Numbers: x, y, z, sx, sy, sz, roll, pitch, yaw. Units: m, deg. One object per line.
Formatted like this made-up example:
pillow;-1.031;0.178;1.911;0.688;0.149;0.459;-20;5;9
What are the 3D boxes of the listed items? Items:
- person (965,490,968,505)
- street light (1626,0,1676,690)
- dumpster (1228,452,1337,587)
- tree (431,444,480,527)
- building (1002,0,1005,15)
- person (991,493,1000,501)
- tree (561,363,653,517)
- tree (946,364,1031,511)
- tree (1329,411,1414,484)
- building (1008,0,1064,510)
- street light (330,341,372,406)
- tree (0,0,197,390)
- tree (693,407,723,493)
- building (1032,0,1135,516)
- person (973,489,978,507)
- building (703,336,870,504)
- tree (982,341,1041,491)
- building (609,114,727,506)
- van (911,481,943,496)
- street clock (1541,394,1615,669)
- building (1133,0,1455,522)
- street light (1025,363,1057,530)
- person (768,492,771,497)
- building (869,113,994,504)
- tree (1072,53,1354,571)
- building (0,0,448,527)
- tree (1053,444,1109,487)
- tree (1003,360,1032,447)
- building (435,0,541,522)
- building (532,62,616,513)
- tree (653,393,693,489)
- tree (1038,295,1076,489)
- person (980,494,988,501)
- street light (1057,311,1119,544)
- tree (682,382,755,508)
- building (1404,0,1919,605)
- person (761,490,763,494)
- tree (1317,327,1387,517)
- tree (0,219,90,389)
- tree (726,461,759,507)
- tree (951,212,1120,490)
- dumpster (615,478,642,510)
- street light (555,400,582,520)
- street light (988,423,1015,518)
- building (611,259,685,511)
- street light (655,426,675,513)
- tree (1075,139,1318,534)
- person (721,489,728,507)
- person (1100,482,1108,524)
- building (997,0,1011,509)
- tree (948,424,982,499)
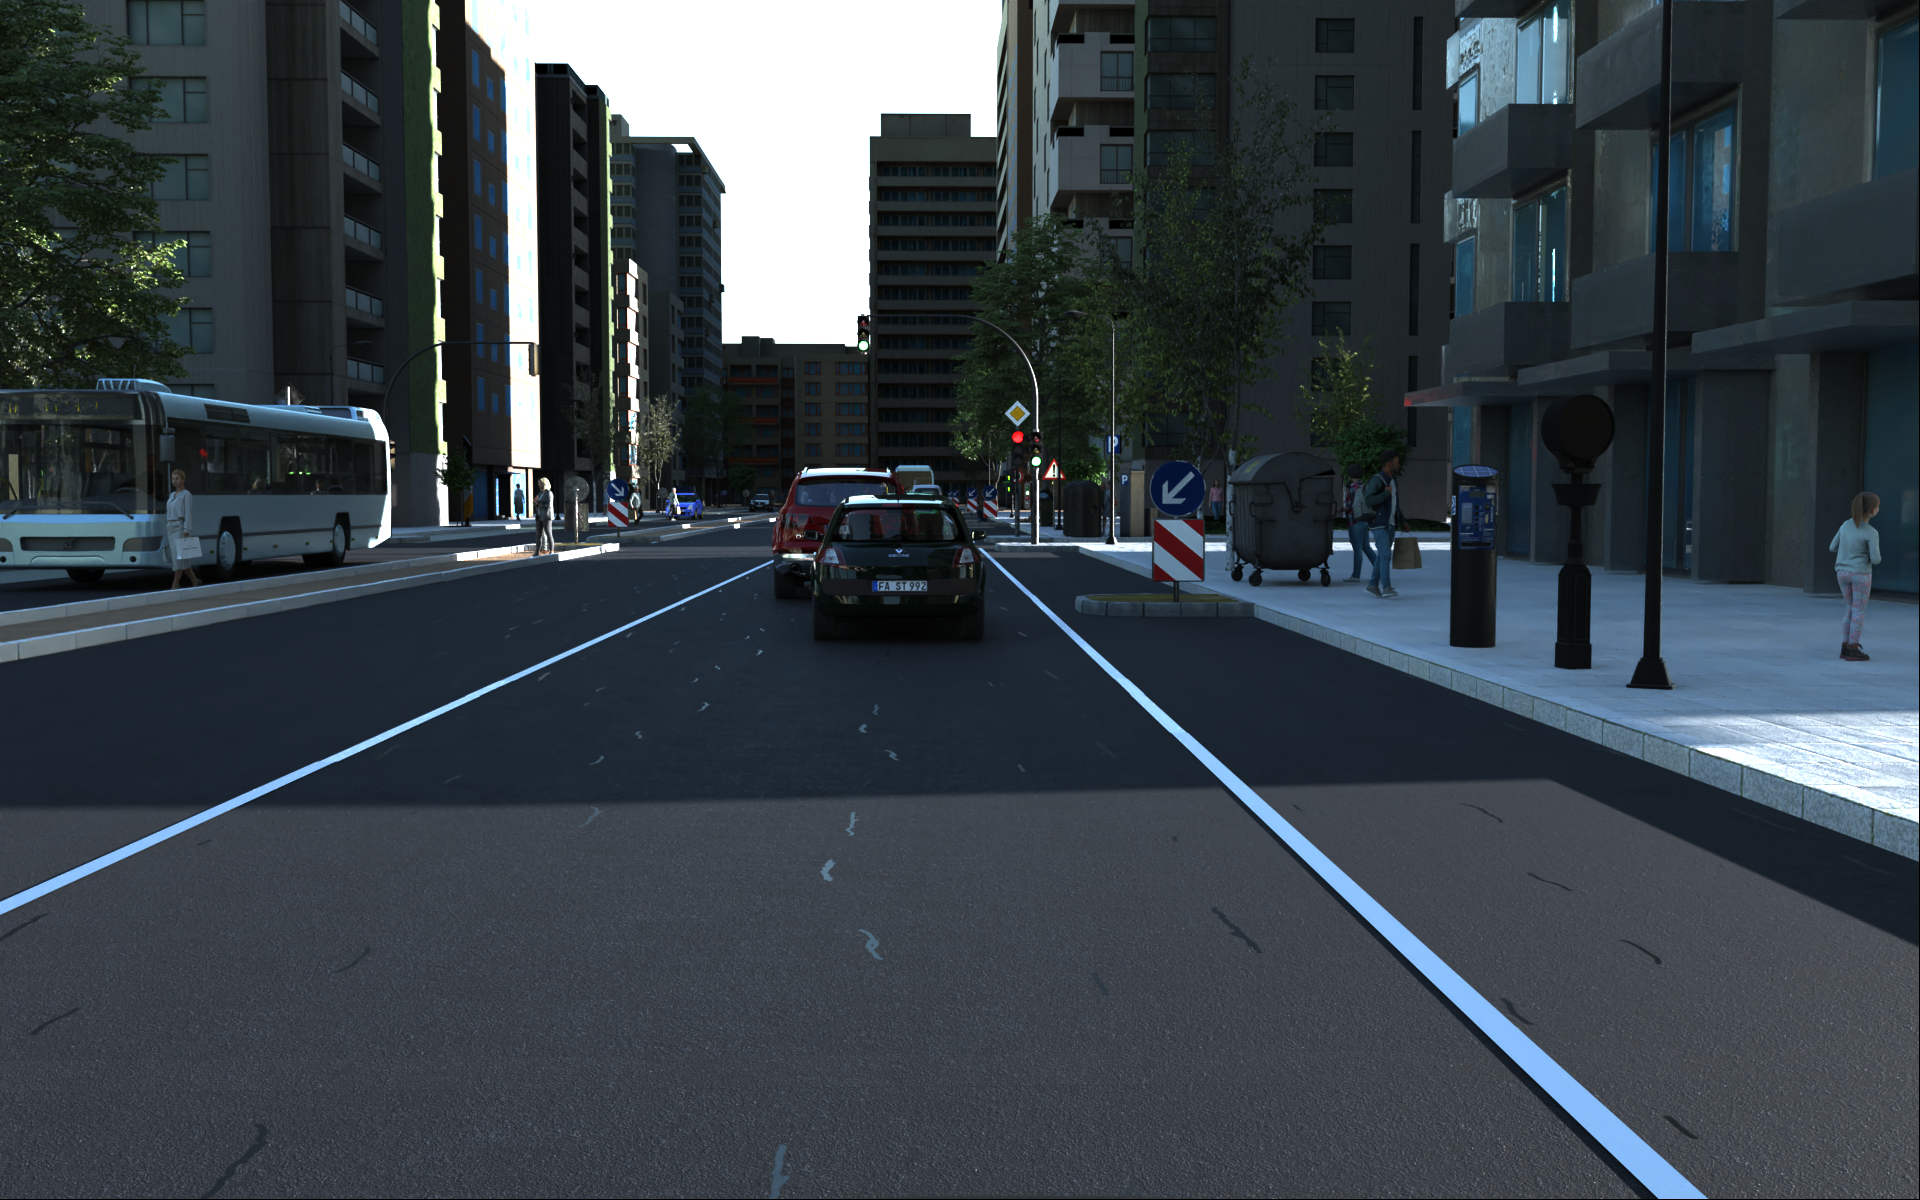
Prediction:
person;0.789;-11.542;195.432;0.721;1.739;1.217;0;4;7
street light;4.057;-2.373;11.337;1.470;5.913;1.316;0;4;-1
dumpster;4.596;-1.158;24.696;1.264;1.857;1.865;0;4;-1
tree;-19.476;-4.456;67.453;1.663;3.219;1.824;0;3;0
building;14.902;-39.366;185.627;21.231;58.520;28.212;0;4;-1
person;2.637;-8.024;137.239;1.348;1.824;0.705;3;4;36
tree;-20.515;-9.038;98.140;4.360;8.622;3.978;0;3;0
tree;2.801;-12.629;132.244;9.928;11.665;9.643;0;3;0
tree;16.245;-5.192;68.596;4.285;4.588;4.351;0;3;0
building;11.210;-30.157;143.181;14.600;45.320;14.200;0;4;-1
street light;-18.546;-4.903;52.698;1.470;5.913;1.316;0;4;-1
tree;-19.212;-7.070;33.725;7.486;12.596;7.792;0;3;0
tree;-21.814;-11.821;143.632;4.360;8.622;3.978;0;3;0
building;18.956;-32.039;113.069;28.713;52.752;27.495;0;4;-1
person;1.351;-8.663;148.348;0.551;1.740;0.621;3;5;45
building;-26.133;-23.362;227.008;28.899;21.520;27.650;0;4;-1
tree;4.034;-8.067;82.253;4.360;8.622;3.978;0;3;0
building;-37.489;-30.049;183.185;23.993;40.220;32.217;0;4;-1
van;-1.525;-4.405;79.031;2.013;2.044;4.112;0;4;-1
street clock;4.520;-0.498;12.712;0.471;2.002;0.358;-1;4;-12
building;15.265;-19.157;84.913;14.160;30.474;14.107;0;4;-1
street light;2.996;-5.443;61.540;1.470;5.913;1.316;0;4;-1
person;-17.928;-9.298;161.998;0.593;1.643;0.415;2;4;25
building;-0.828;-36.714;223.973;21.600;48.544;21.300;0;4;-1
tree;4.306;-4.799;28.826;4.360;8.622;3.978;0;3;0
building;-28.060;-23.237;63.517;14.154;41.232;14.086;0;4;-1
tree;6.800;-6.901;96.540;4.285;4.588;4.351;0;3;0
tree;4.077;-8.554;90.218;4.737;8.622;4.395;0;3;0
building;-29.487;-26.627;85.467;14.600;45.320;14.200;0;4;-1
building;-31.627;-21.105;116.762;14.160;30.474;14.107;0;4;-1
tree;-21.941;-10.684;125.039;4.360;8.622;3.978;0;3;0
tree;5.117;-6.460;55.979;4.737;8.622;4.395;0;3;0
person;2.315;-8.520;145.334;1.348;1.826;0.705;0;4;-3
street light;3.335;-4.375;44.068;1.470;5.913;1.316;0;4;-1
tree;-22.633;-14.405;161.280;9.928;11.665;9.643;0;3;0
building;20.910;-24.806;25.188;23.786;49.044;30.456;0;4;-1
person;-17.316;-8.741;151.967;0.990;1.755;0.434;-1;4;-17
tree;16.633;-7.636;75.207;4.737;8.622;4.395;0;3;0
tree;-23.124;-5.538;40.909;4.360;8.622;3.978;0;3;0
tree;-21.815;-11.632;173.890;4.285;4.588;4.351;0;3;0
tree;3.175;-9.313;70.392;7.486;12.596;7.792;0;3;0
dumpster;-20.368;-6.322;105.858;1.502;2.255;1.985;0;4;-1
street light;-19.281;-6.890;85.187;1.470;5.913;1.316;0;4;-1
street light;2.291;-7.422;93.894;1.470;5.913;1.316;0;4;-1
building;-38.369;-18.132;141.494;27.650;21.520;28.899;0;4;-1
street light;-20.003;-8.869;117.542;1.470;5.913;1.316;0;4;-1
tree;5.033;-5.235;35.961;4.737;8.622;4.395;0;3;0
person;-24.139;-10.483;177.306;0.709;1.838;0.599;0;4;-7
person;6.163;-4.132;73.791;0.709;1.800;0.728;1;4;19
building;14.500;-32.864;161.027;21.300;48.544;21.600;0;4;-1
tree;1.020;-13.815;176.232;4.360;8.622;3.978;0;3;0
